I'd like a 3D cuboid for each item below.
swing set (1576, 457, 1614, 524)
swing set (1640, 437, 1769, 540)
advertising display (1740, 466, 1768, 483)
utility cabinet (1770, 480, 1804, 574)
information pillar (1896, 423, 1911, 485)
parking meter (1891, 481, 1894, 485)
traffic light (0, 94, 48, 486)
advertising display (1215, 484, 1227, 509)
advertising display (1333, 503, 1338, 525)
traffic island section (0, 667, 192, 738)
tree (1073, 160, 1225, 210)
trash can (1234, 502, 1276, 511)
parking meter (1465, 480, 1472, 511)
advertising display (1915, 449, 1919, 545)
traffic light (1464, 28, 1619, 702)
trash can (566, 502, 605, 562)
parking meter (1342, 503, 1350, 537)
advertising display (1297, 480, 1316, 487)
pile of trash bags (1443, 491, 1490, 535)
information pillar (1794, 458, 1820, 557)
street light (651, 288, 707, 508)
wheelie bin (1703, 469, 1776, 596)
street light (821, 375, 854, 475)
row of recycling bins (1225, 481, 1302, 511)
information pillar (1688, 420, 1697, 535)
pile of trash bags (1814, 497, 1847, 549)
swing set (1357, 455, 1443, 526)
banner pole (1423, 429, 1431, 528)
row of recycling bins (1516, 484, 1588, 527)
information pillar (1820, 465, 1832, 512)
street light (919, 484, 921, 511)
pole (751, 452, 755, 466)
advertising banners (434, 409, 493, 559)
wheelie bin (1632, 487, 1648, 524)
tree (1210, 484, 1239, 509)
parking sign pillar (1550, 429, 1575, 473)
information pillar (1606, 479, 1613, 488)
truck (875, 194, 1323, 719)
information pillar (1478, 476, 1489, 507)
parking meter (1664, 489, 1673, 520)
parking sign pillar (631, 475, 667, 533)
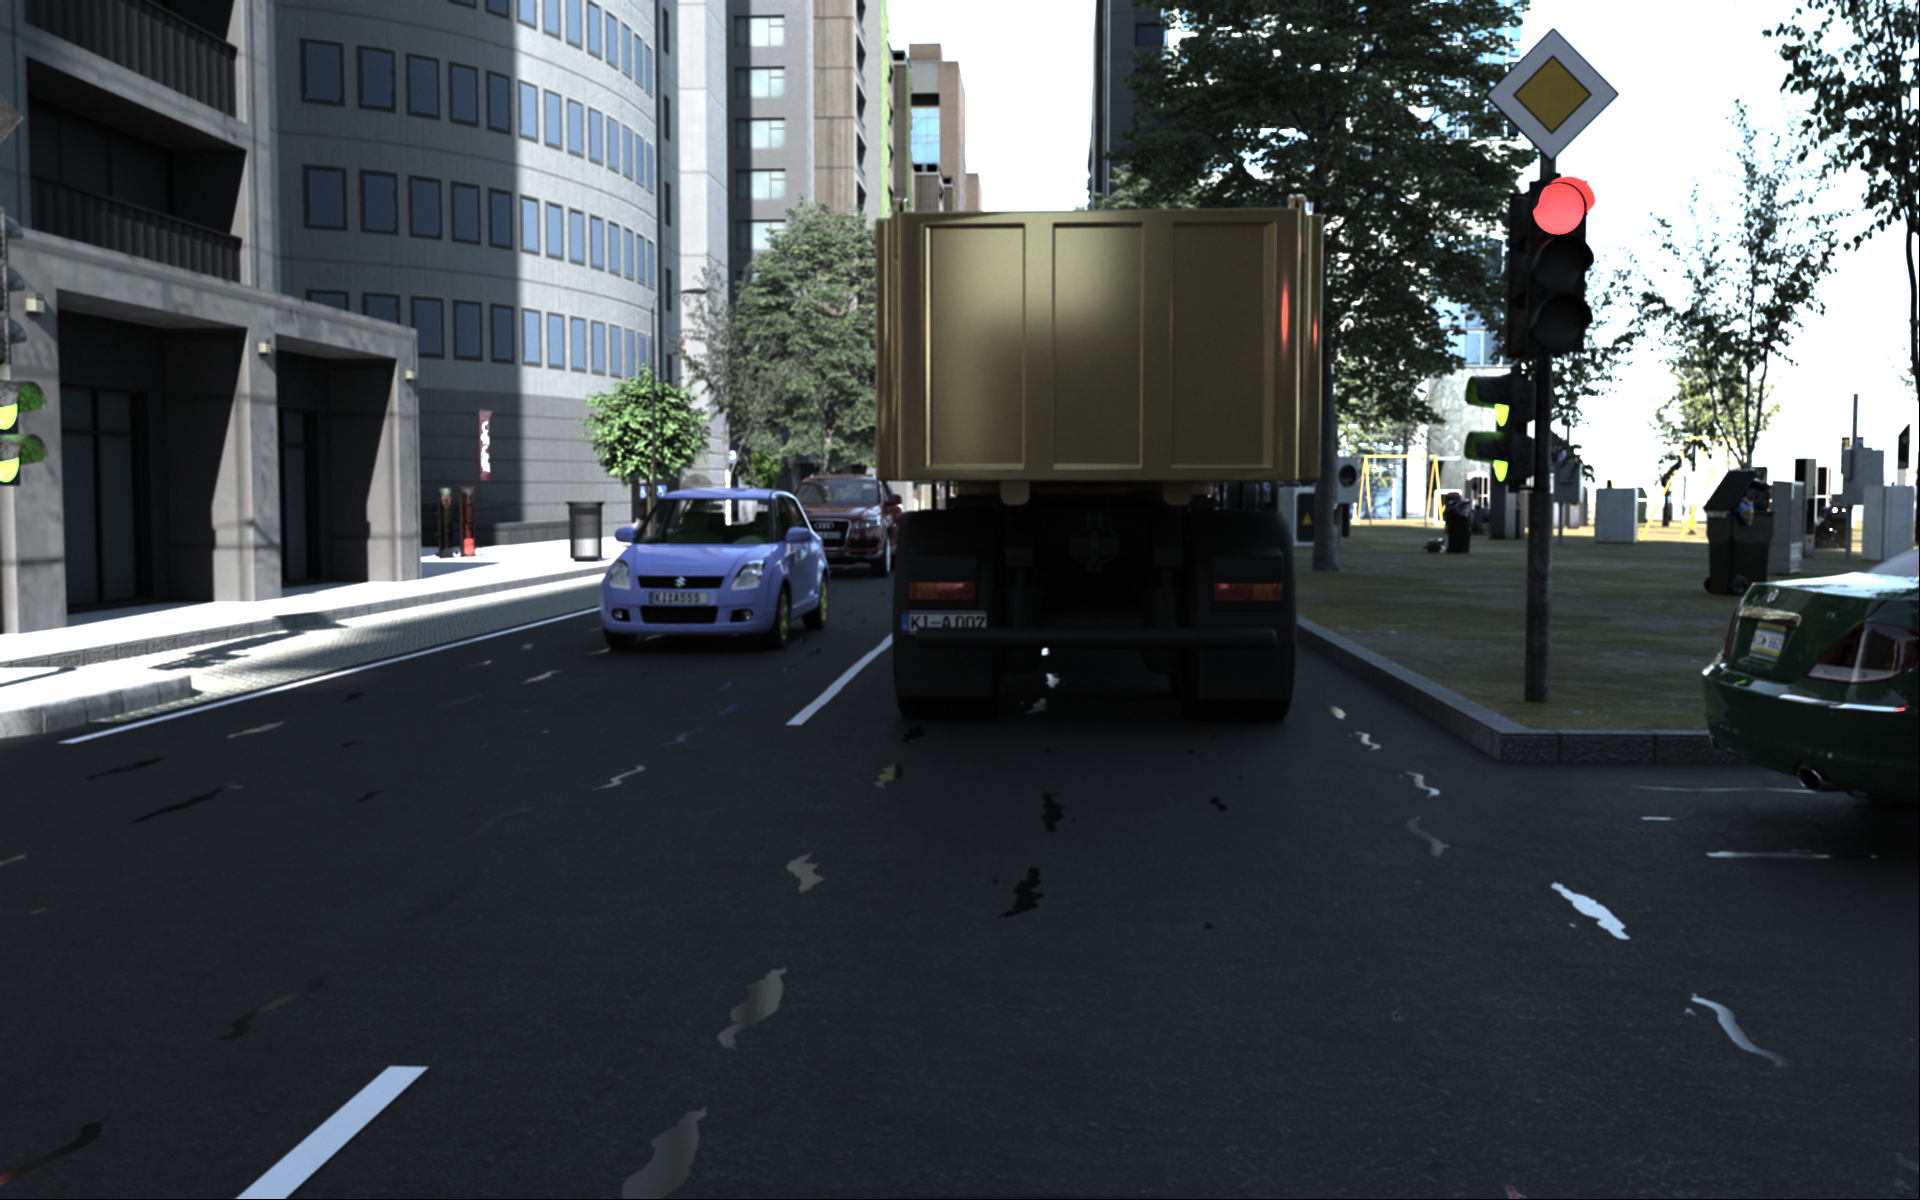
[{"bbox_3d":[26.720,-4.731,74.971,3.119,2.851,2.862,3,5,45],"label":"swing set"},{"bbox_3d":[20.994,-3.108,48.438,2.862,2.851,3.119,3,5,44],"label":"swing set"},{"bbox_3d":[18.251,-2.118,39.849,0.974,1.923,0.123,-3,4,-36],"label":"advertising display"},{"bbox_3d":[13.273,-1.168,27.771,0.318,1.500,1.173,2,4,34],"label":"utility cabinet"},{"bbox_3d":[31.089,-4.021,57.090,0.183,3.616,0.504,-1,4,-12],"label":"information pillar"},{"bbox_3d":[37.978,-3.948,70.269,0.255,1.863,0.399,-1,4,-11],"label":"parking meter"},{"bbox_3d":[-6.386,-1.359,11.148,0.839,4.253,0.868,0,4,3],"label":"traffic light"},{"bbox_3d":[10.871,-4.062,71.623,0.974,1.923,0.123,-2,4,-29],"label":"advertising display"},{"bbox_3d":[15.405,-4.033,71.152,0.123,1.923,0.974,-1,4,-21],"label":"advertising display"},{"bbox_3d":[-6.426,0.673,11.285,2.009,0.180,2.903,0,4,3],"label":"traffic island section"},{"bbox_3d":[7.363,-9.632,64.133,9.857,13.997,8.962,0,3,0],"label":"tree"},{"bbox_3d":[5.331,-1.203,31.316,0.748,1.137,0.748,0,3,0],"label":"trash can"},{"bbox_3d":[20.862,-3.997,71.060,0.255,1.863,0.399,1,4,12],"label":"parking meter"},{"bbox_3d":[13.328,-1.105,23.273,0.123,1.923,0.974,-2,4,-26],"label":"advertising display"},{"bbox_3d":[3.561,-1.328,10.627,0.839,4.253,0.868,0,4,3],"label":"traffic light"},{"bbox_3d":[-7.073,-1.289,32.728,0.748,1.137,0.748,0,3,0],"label":"trash can"},{"bbox_3d":[11.615,-2.846,52.239,0.255,1.863,0.399,1,4,23],"label":"parking meter"},{"bbox_3d":[11.016,-3.002,54.294,0.974,1.923,0.123,0,4,-4],"label":"advertising display"},{"bbox_3d":[16.470,-2.815,55.774,1.912,1.369,3.447,-1,4,-9],"label":"pile of trash bags"},{"bbox_3d":[17.182,-1.881,35.241,0.304,2.012,0.304,-2,4,-25],"label":"information pillar"},{"bbox_3d":[-6.407,-4.081,39.258,1.470,5.913,1.316,0,4,3],"label":"street light"},{"bbox_3d":[9.960,-0.870,22.139,0.693,1.594,0.980,0,4,-7],"label":"wheelie bin"},{"bbox_3d":[-4.828,-5.805,67.450,1.470,5.913,1.316,0,4,3],"label":"street light"},{"bbox_3d":[7.968,-2.351,45.558,1.069,1.692,3.534,2,4,35],"label":"row of recycling bins"},{"bbox_3d":[23.261,-3.890,54.954,0.183,3.616,0.504,1,4,16],"label":"information pillar"},{"bbox_3d":[19.840,-1.892,40.687,1.912,1.369,3.447,2,4,31],"label":"pile of trash bags"},{"bbox_3d":[17.821,-4.470,70.700,3.119,2.851,2.862,0,4,3],"label":"swing set"},{"bbox_3d":[17.884,-4.661,66.220,0.401,3.779,0.863,0,4,7],"label":"banner pole"},{"bbox_3d":[23.327,-3.751,68.440,3.534,1.692,1.069,-1,4,-21],"label":"row of recycling bins"},{"bbox_3d":[22.202,-2.451,44.562,0.304,2.012,0.304,3,5,40],"label":"information pillar"},{"bbox_3d":[-2.138,-8.756,115.697,1.470,5.913,1.316,0,4,3],"label":"street light"},{"bbox_3d":[-10.087,-5.536,84.351,0.158,3.312,0.155,0,3,0],"label":"pole"},{"bbox_3d":[-9.998,-2.376,35.036,0.090,3.025,2.074,1,4,17],"label":"advertising banners"},{"bbox_3d":[29.450,-4.127,75.385,0.980,1.594,0.693,-1,4,-22],"label":"wheelie bin"},{"bbox_3d":[5.648,-3.341,38.339,4.285,4.588,4.351,0,3,0],"label":"tree"},{"bbox_3d":[24.377,-5.022,70.580,1.447,3.967,1.447,-2,4,-27],"label":"parking sign pillar"},{"bbox_3d":[31.488,-4.865,84.027,0.304,2.012,0.304,1,4,20],"label":"information pillar"},{"bbox_3d":[1.059,-1.147,14.686,3.469,3.379,9.791,0,4,3],"label":"truck"},{"bbox_3d":[21.507,-4.081,71.218,0.304,2.012,0.304,-1,4,-21],"label":"information pillar"},{"bbox_3d":[34.614,-4.661,84.620,0.372,1.533,0.369,0,3,0],"label":"parking meter"},{"bbox_3d":[-8.738,-3.681,48.658,1.447,3.967,1.447,-3,5,-40],"label":"parking sign pillar"}]
